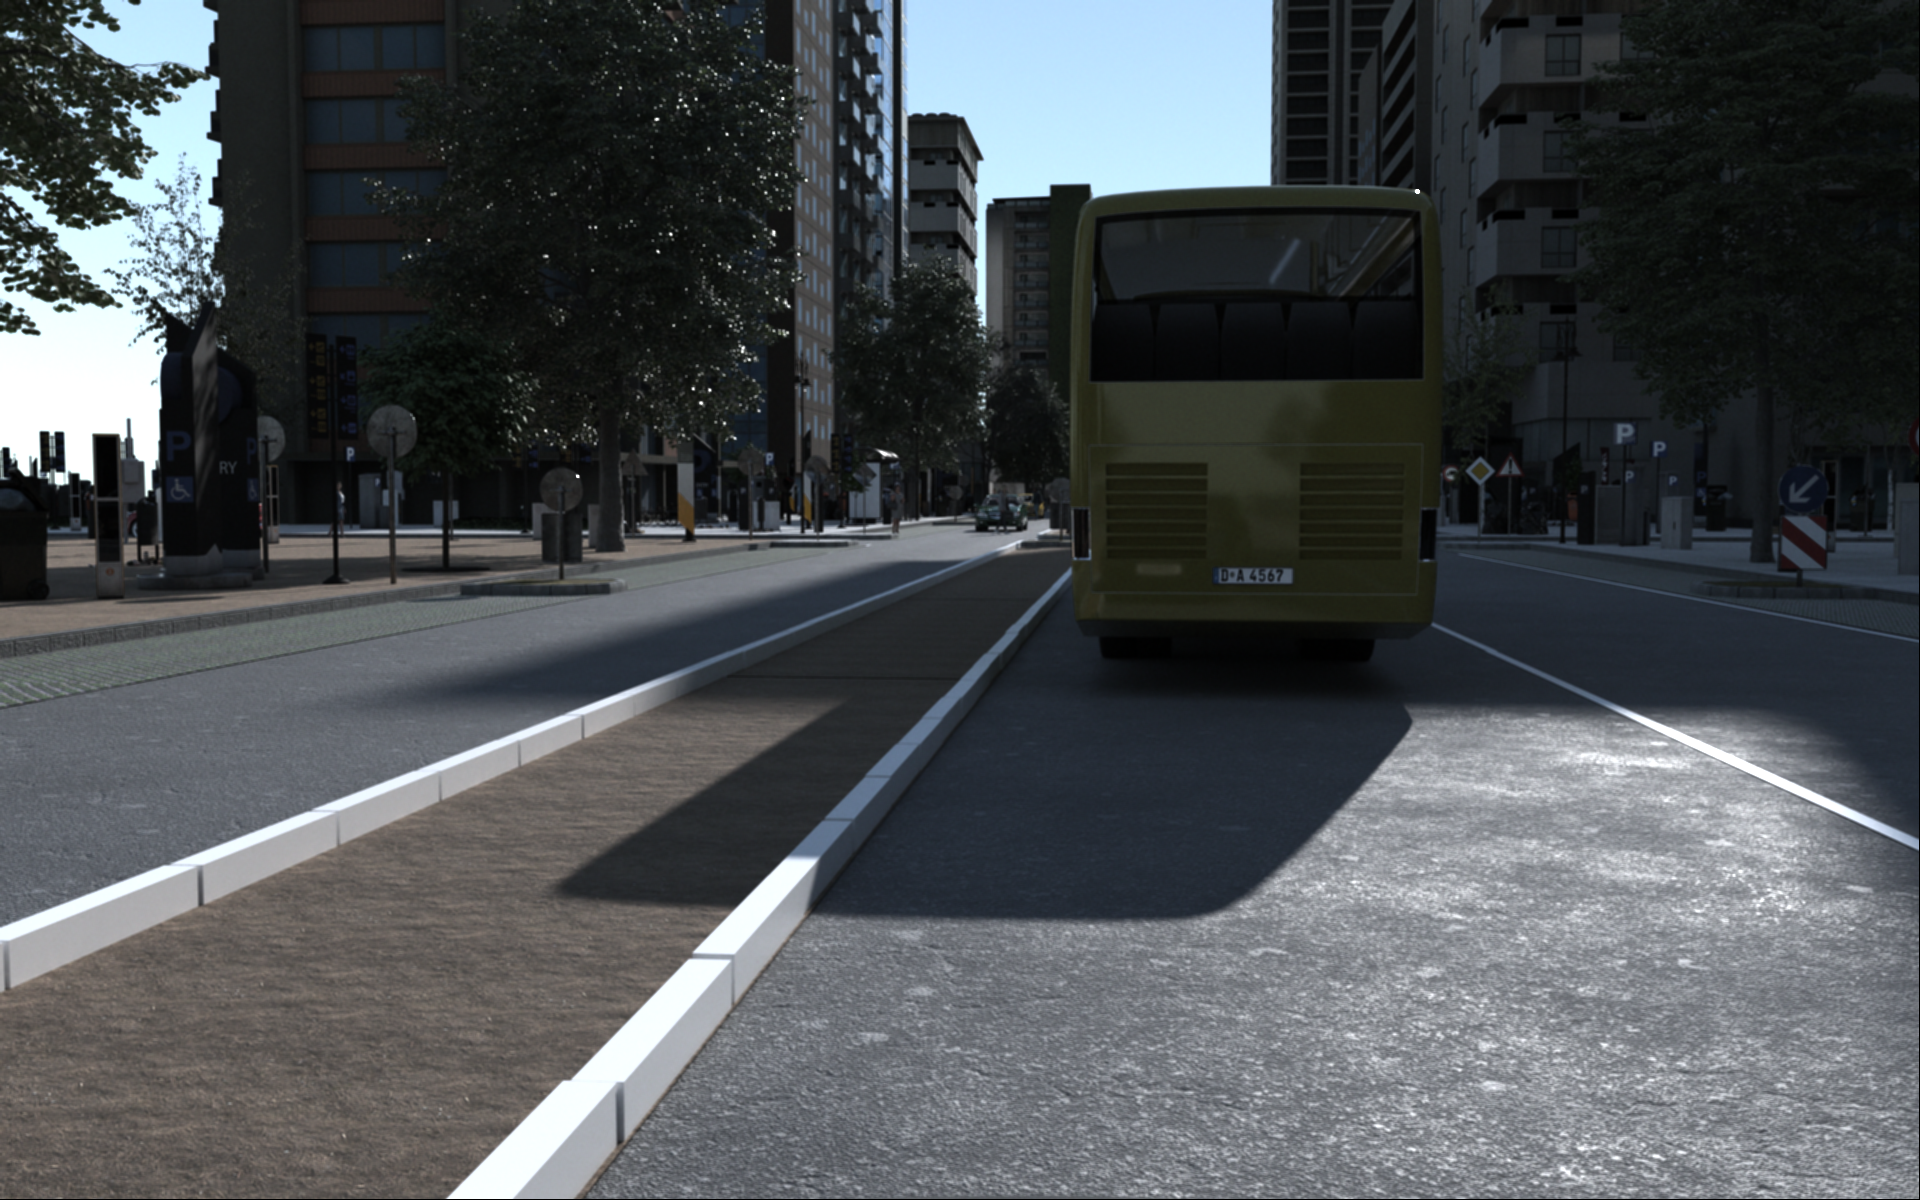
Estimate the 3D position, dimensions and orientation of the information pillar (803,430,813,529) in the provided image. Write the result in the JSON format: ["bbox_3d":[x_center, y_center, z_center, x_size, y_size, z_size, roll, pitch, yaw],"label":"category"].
[{"bbox_3d":[-5.570,-4.381,62.985,0.183,3.616,0.504,2,4,28],"label":"information pillar"}]

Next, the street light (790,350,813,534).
[{"bbox_3d":[-5.088,-5.081,55.863,0.468,5.910,1.993,0,4,6],"label":"street light"}]

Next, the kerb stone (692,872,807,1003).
[{"bbox_3d":[-0.637,1.032,5.337,0.120,0.150,1.000,0,4,6],"label":"kerb stone"}]

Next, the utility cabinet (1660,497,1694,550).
[{"bbox_3d":[16.674,-1.783,40.313,0.306,1.237,1.020,0,4,-3],"label":"utility cabinet"}]

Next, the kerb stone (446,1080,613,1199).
[{"bbox_3d":[-0.860,1.156,3.290,0.120,0.150,1.000,0,4,6],"label":"kerb stone"}]

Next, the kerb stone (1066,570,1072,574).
[{"bbox_3d":[1.728,-0.342,27.780,0.120,0.150,1.000,0,4,6],"label":"kerb stone"}]

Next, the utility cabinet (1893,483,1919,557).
[{"bbox_3d":[19.037,-1.559,34.174,0.318,1.500,1.173,-1,4,-17],"label":"utility cabinet"}]

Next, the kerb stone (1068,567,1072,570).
[{"bbox_3d":[1.843,-0.404,28.796,0.120,0.150,1.000,0,4,6],"label":"kerb stone"}]

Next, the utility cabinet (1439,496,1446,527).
[{"bbox_3d":[18.700,-3.511,68.567,0.306,1.237,1.020,-3,5,-41],"label":"utility cabinet"}]

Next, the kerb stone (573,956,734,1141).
[{"bbox_3d":[-0.744,1.101,4.305,0.120,0.150,1.000,0,4,6],"label":"kerb stone"}]

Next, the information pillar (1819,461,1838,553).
[{"bbox_3d":[19.090,-2.055,38.090,0.304,2.012,0.304,1,4,17],"label":"information pillar"}]

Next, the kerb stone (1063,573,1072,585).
[{"bbox_3d":[1.621,-0.279,26.757,0.120,0.150,1.000,0,4,6],"label":"kerb stone"}]

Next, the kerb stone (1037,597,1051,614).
[{"bbox_3d":[0.970,0.096,20.621,0.120,0.150,1.000,0,4,6],"label":"kerb stone"}]

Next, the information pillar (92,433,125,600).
[{"bbox_3d":[-10.410,-1.021,21.178,0.304,2.012,0.304,-2,4,-25],"label":"information pillar"}]

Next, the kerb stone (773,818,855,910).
[{"bbox_3d":[-0.537,0.979,6.355,0.120,0.150,1.000,0,4,6],"label":"kerb stone"}]

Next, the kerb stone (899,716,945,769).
[{"bbox_3d":[-0.209,0.782,9.404,0.120,0.150,1.000,0,4,6],"label":"kerb stone"}]

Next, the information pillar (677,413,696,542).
[{"bbox_3d":[-7.354,-3.373,46.500,0.183,3.616,0.504,3,5,45],"label":"information pillar"}]

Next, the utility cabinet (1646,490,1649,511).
[{"bbox_3d":[36.620,-5.199,93.675,1.173,1.500,0.318,0,4,3],"label":"utility cabinet"}]

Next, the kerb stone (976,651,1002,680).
[{"bbox_3d":[0.210,0.537,13.487,0.120,0.150,1.000,0,4,6],"label":"kerb stone"}]

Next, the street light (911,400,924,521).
[{"bbox_3d":[-2.079,-6.788,83.765,0.468,5.910,1.993,0,4,6],"label":"street light"}]

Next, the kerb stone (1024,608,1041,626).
[{"bbox_3d":[0.755,0.221,18.588,0.120,0.150,1.000,0,4,6],"label":"kerb stone"}]

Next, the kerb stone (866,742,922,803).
[{"bbox_3d":[-0.321,0.845,8.388,0.120,0.150,1.000,0,4,6],"label":"kerb stone"}]

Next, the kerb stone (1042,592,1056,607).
[{"bbox_3d":[1.080,0.035,21.648,0.120,0.150,1.000,0,4,6],"label":"kerb stone"}]

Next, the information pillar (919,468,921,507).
[{"bbox_3d":[-2.420,-6.453,96.862,0.504,3.616,0.183,2,4,35],"label":"information pillar"}]

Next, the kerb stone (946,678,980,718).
[{"bbox_3d":[0.007,0.659,11.453,0.120,0.150,1.000,0,4,6],"label":"kerb stone"}]

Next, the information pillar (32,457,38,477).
[{"bbox_3d":[-58.539,-7.237,109.678,0.183,3.616,0.504,0,4,1],"label":"information pillar"}]

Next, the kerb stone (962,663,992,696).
[{"bbox_3d":[0.111,0.597,12.470,0.120,0.150,1.000,0,4,6],"label":"kerb stone"}]

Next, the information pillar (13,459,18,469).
[{"bbox_3d":[-63.847,-7.688,117.057,0.183,3.616,0.504,1,4,14],"label":"information pillar"}]

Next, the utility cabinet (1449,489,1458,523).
[{"bbox_3d":[21.737,-4.136,76.308,0.318,1.500,1.173,1,4,13],"label":"utility cabinet"}]

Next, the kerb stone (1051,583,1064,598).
[{"bbox_3d":[1.302,-0.091,23.689,0.120,0.150,1.000,0,4,6],"label":"kerb stone"}]

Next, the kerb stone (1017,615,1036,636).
[{"bbox_3d":[0.649,0.283,17.564,0.120,0.150,1.000,0,4,6],"label":"kerb stone"}]

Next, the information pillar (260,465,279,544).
[{"bbox_3d":[-17.786,-2.455,44.638,0.304,2.012,0.304,1,4,15],"label":"information pillar"}]

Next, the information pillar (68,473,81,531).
[{"bbox_3d":[-30.873,-3.420,60.417,0.304,2.012,0.304,-3,4,-38],"label":"information pillar"}]

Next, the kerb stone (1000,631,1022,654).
[{"bbox_3d":[0.435,0.412,15.525,0.120,0.150,1.000,0,4,6],"label":"kerb stone"}]

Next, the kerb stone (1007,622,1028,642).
[{"bbox_3d":[0.530,0.345,16.549,0.120,0.150,1.000,0,4,6],"label":"kerb stone"}]

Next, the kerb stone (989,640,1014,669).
[{"bbox_3d":[0.330,0.471,14.502,0.120,0.150,1.000,0,4,6],"label":"kerb stone"}]

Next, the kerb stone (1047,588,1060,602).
[{"bbox_3d":[1.191,-0.026,22.668,0.120,0.150,1.000,0,4,6],"label":"kerb stone"}]

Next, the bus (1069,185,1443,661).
[{"bbox_3d":[2.744,-1.608,17.837,2.896,3.916,12.252,0,4,7],"label":"bus"}]

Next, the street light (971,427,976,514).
[{"bbox_3d":[0.849,-8.495,111.676,0.468,5.910,1.993,0,4,6],"label":"street light"}]

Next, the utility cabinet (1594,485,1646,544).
[{"bbox_3d":[16.796,-2.175,44.244,1.173,1.500,0.318,0,4,-4],"label":"utility cabinet"}]

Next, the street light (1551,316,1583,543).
[{"bbox_3d":[15.720,-4.417,45.012,0.468,5.910,1.993,0,4,6],"label":"street light"}]

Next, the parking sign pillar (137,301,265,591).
[{"bbox_3d":[-10.481,-2.150,23.619,1.447,3.967,1.447,-1,4,-9],"label":"parking sign pillar"}]

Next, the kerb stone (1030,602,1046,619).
[{"bbox_3d":[0.858,0.158,19.605,0.120,0.150,1.000,0,4,6],"label":"kerb stone"}]

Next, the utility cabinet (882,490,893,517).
[{"bbox_3d":[-3.893,-5.324,95.719,1.173,1.500,0.318,-3,5,-41],"label":"utility cabinet"}]

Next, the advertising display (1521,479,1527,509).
[{"bbox_3d":[24.120,-4.222,74.241,0.123,1.923,0.974,-1,4,-22],"label":"advertising display"}]

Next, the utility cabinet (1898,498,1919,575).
[{"bbox_3d":[15.368,-0.983,27.235,1.020,1.237,0.306,3,5,41],"label":"utility cabinet"}]

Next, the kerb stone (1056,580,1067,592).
[{"bbox_3d":[1.402,-0.153,24.719,0.120,0.150,1.000,0,4,6],"label":"kerb stone"}]

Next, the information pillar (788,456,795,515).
[{"bbox_3d":[-10.437,-7.082,107.139,0.183,3.616,0.504,3,4,38],"label":"information pillar"}]

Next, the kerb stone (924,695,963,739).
[{"bbox_3d":[-0.107,0.719,10.433,0.120,0.150,1.000,0,4,6],"label":"kerb stone"}]

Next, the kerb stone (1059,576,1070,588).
[{"bbox_3d":[1.512,-0.217,25.741,0.120,0.150,1.000,0,4,6],"label":"kerb stone"}]

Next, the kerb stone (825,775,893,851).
[{"bbox_3d":[-0.426,0.911,7.370,0.120,0.150,1.000,0,4,6],"label":"kerb stone"}]
